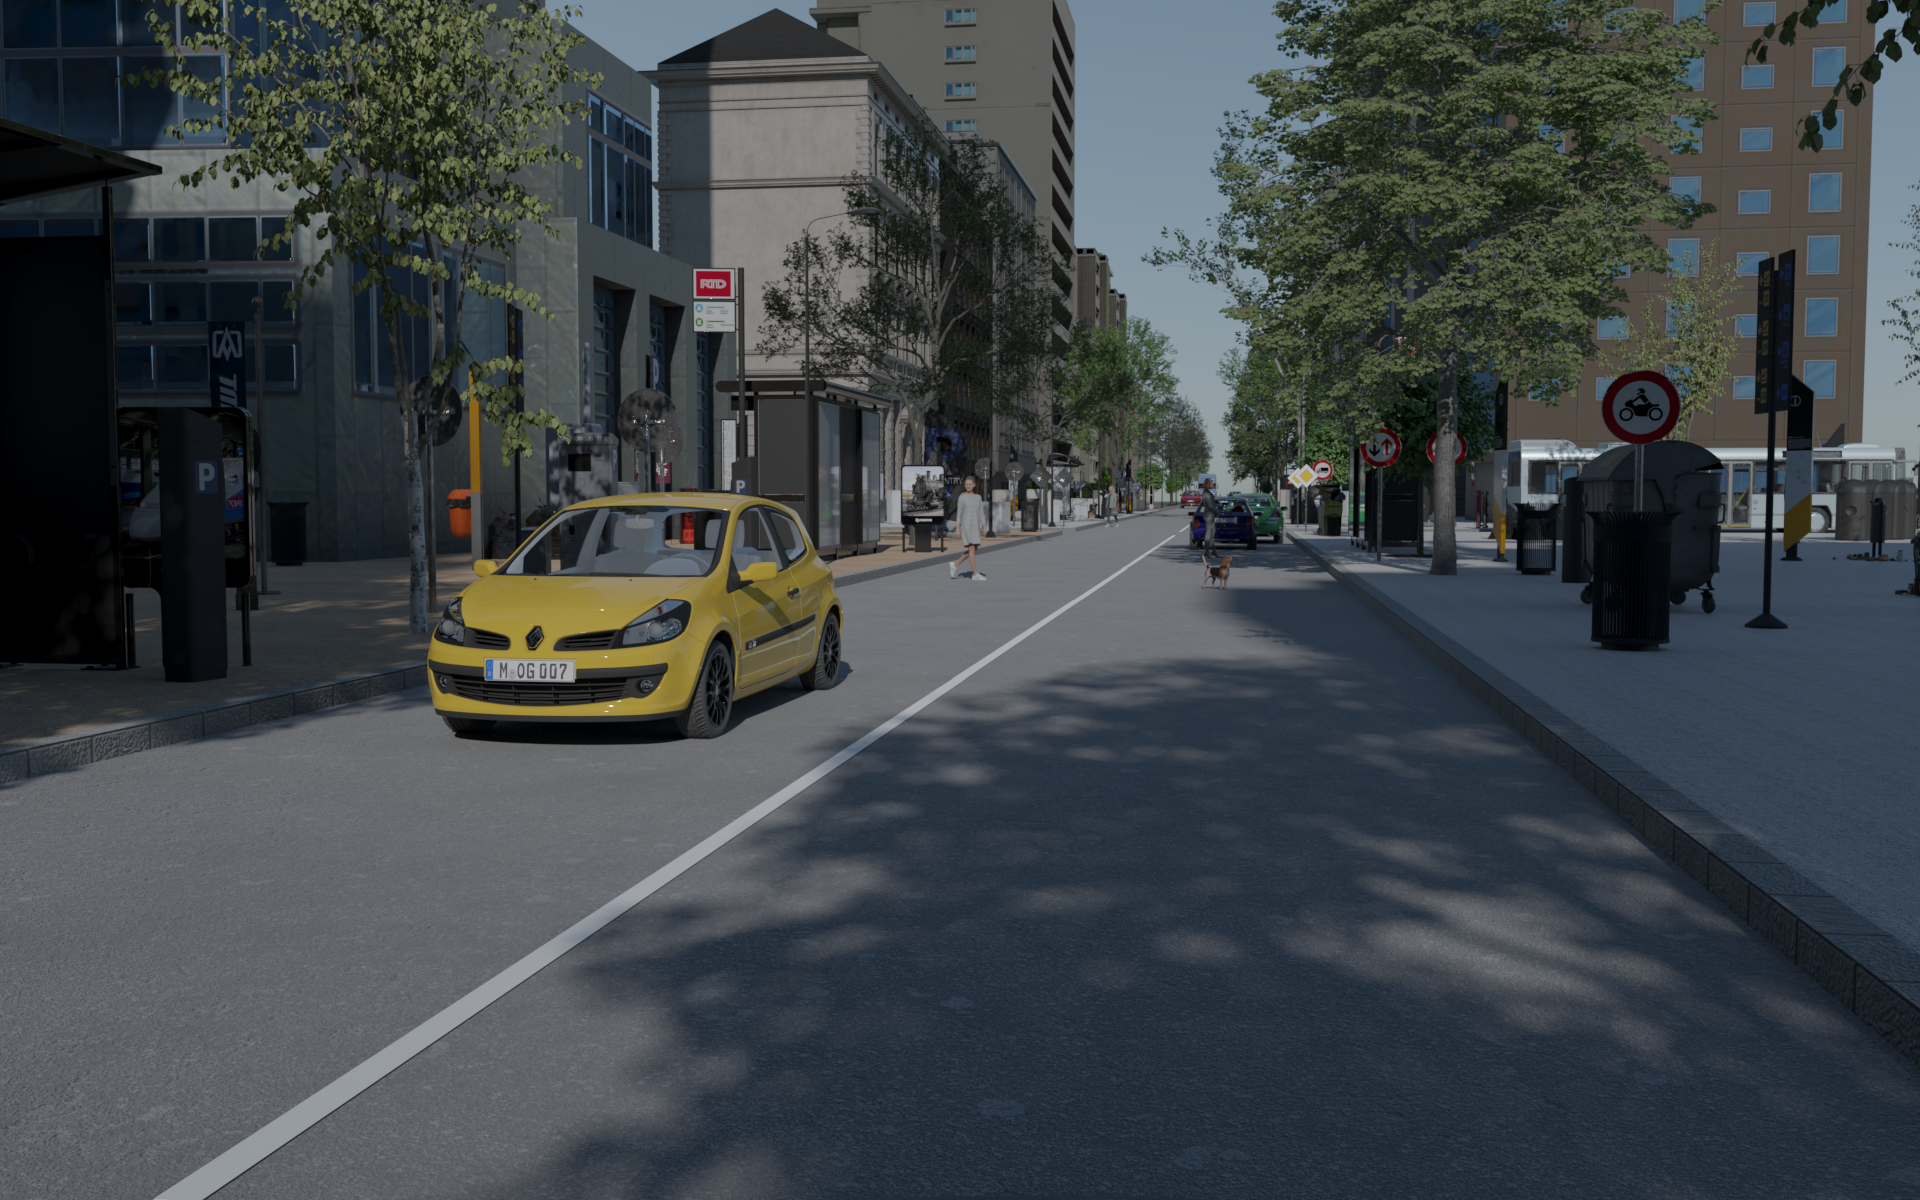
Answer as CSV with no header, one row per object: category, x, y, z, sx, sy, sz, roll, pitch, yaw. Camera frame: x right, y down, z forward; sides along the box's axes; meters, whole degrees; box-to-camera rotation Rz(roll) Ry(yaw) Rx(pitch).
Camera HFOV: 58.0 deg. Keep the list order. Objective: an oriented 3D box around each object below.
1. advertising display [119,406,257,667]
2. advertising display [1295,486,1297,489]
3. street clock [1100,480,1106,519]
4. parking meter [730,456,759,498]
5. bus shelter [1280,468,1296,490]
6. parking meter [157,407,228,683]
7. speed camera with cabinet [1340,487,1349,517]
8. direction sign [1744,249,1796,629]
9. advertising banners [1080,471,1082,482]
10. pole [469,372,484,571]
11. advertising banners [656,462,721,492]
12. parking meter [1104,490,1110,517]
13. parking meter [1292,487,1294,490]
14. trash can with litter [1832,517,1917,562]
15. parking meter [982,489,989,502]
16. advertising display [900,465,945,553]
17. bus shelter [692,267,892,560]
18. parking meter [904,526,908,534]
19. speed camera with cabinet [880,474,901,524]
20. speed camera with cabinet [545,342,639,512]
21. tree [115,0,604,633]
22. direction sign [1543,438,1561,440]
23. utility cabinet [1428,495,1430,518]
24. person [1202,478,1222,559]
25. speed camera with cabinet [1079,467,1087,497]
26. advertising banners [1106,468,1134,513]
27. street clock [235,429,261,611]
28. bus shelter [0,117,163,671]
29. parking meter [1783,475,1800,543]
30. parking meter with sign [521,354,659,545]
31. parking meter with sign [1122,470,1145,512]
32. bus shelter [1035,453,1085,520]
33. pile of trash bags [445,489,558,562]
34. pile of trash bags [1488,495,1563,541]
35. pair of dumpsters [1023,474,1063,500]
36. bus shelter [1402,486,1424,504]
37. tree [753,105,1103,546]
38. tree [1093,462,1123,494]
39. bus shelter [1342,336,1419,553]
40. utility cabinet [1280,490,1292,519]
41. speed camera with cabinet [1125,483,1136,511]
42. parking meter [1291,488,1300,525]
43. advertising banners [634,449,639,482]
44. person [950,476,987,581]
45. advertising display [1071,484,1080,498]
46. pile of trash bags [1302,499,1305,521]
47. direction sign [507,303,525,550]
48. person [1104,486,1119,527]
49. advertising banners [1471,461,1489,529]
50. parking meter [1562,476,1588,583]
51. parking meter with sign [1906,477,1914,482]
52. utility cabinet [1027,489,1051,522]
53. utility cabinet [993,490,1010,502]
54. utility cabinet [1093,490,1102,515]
advertising display,-5.741,-0.467,12.854,0.974,1.923,0.123,0,4,-2
advertising display,22.420,-6.760,115.733,0.123,1.923,0.974,0,4,1
street clock,7.238,-5.087,87.736,0.358,2.002,0.471,0,4,2
parking meter,-3.351,-1.300,26.971,0.399,1.863,0.255,2,4,28
bus shelter,25.788,-8.631,135.041,2.014,3.302,5.546,1,4,9
parking meter,-5.278,-0.381,11.934,0.255,1.863,0.399,1,4,16
speed camera with cabinet,21.514,-6.288,97.149,2.038,3.252,0.660,-2,4,-27
direction sign,7.748,-1.501,16.538,0.379,3.537,0.876,0,4,6
advertising banners,8.865,-8.140,129.269,0.090,3.025,2.074,1,4,16
pole,-8.098,-2.150,29.002,0.158,3.312,0.155,0,3,0
advertising banners,-6.941,-2.953,44.467,2.074,3.025,0.090,-2,4,-29
parking meter,8.075,-5.334,95.621,0.372,1.533,0.369,0,3,0
parking meter,22.822,-6.860,117.876,0.399,1.863,0.255,-1,4,-15
trash can with litter,17.906,-1.388,33.744,1.678,1.210,2.233,1,4,16
parking meter,1.341,-5.070,91.301,0.372,1.533,0.369,0,3,0
advertising display,-0.816,-2.004,37.973,0.974,1.923,0.123,0,4,-6
bus shelter,-3.246,-3.404,33.293,2.179,5.291,8.768,1,4,9
parking meter,-1.624,-3.087,56.183,0.399,1.863,0.255,1,4,18
speed camera with cabinet,-3.101,-4.923,74.825,2.038,3.252,0.660,-2,4,-26
speed camera with cabinet,-4.949,-1.777,23.396,0.660,3.252,2.038,1,4,9
tree,-5.024,-3.985,15.520,4.737,8.622,4.395,0,3,0
direction sign,24.158,-4.819,70.784,0.379,3.537,0.876,-2,4,-29
utility cabinet,25.798,-5.083,94.272,1.020,1.237,0.306,3,5,44
person,5.633,-1.816,38.469,0.573,1.790,0.520,-1,4,-13
speed camera with cabinet,9.631,-7.991,124.993,2.038,3.252,0.660,1,4,21
advertising banners,10.527,-7.265,114.975,2.074,3.025,0.090,0,4,3
street clock,-7.881,-0.888,19.087,0.358,2.002,0.471,-3,5,-41
bus shelter,-7.051,-1.123,9.640,1.731,3.624,6.357,1,4,9
parking meter,21.847,-2.431,45.458,0.255,1.863,0.399,-1,4,-14
parking meter with sign,-4.700,-1.567,21.884,1.738,3.016,0.543,0,4,-1
parking meter with sign,12.795,-8.029,127.540,1.738,3.016,0.543,3,4,36
bus shelter,5.101,-5.757,88.049,2.014,3.302,5.546,1,4,9
pile of trash bags,-8.650,-1.489,34.102,1.912,1.369,3.447,2,4,33
pile of trash bags,16.223,-2.343,48.065,1.912,1.369,3.447,-1,4,-15
pair of dumpsters,3.882,-4.826,81.401,1.574,2.255,4.437,1,4,9
bus shelter,12.621,-3.668,51.258,1.731,3.624,6.357,1,4,9
tree,-1.222,-6.620,42.655,8.767,10.594,7.601,1,4,9
tree,8.832,-6.813,105.999,1.663,3.219,1.824,0,3,0
bus shelter,10.371,-3.923,41.778,2.179,5.291,8.768,1,4,9
utility cabinet,16.677,-4.862,88.174,0.318,1.500,1.173,2,4,33
speed camera with cabinet,13.349,-8.636,135.535,0.660,3.252,2.038,1,4,13
parking meter,14.085,-3.935,72.748,0.372,1.533,0.369,0,3,0
advertising banners,-7.366,-2.599,38.674,0.090,3.025,2.074,0,4,2
person,0.124,-1.199,28.861,0.760,1.731,0.466,2,4,30
advertising display,7.511,-6.735,115.329,0.974,1.923,0.123,0,4,-5
pile of trash bags,17.399,-4.403,81.742,3.447,1.369,1.912,1,4,13
direction sign,-5.383,-1.777,21.053,0.379,3.537,0.876,0,4,-4
person,6.668,-4.079,75.373,0.728,1.800,0.709,-2,4,-35
advertising banners,19.521,-4.215,65.110,0.090,3.025,2.074,0,4,-1
parking meter,8.914,-1.018,25.049,0.372,1.533,0.369,0,3,0
parking meter with sign,43.075,-5.065,79.069,0.543,3.016,1.738,-1,4,-21
utility cabinet,3.615,-4.275,78.577,1.173,1.500,0.318,0,4,-3
utility cabinet,2.254,-5.015,90.675,1.173,1.500,0.318,-2,4,-29
utility cabinet,8.152,-5.709,102.016,0.318,1.500,1.173,-1,4,-12
